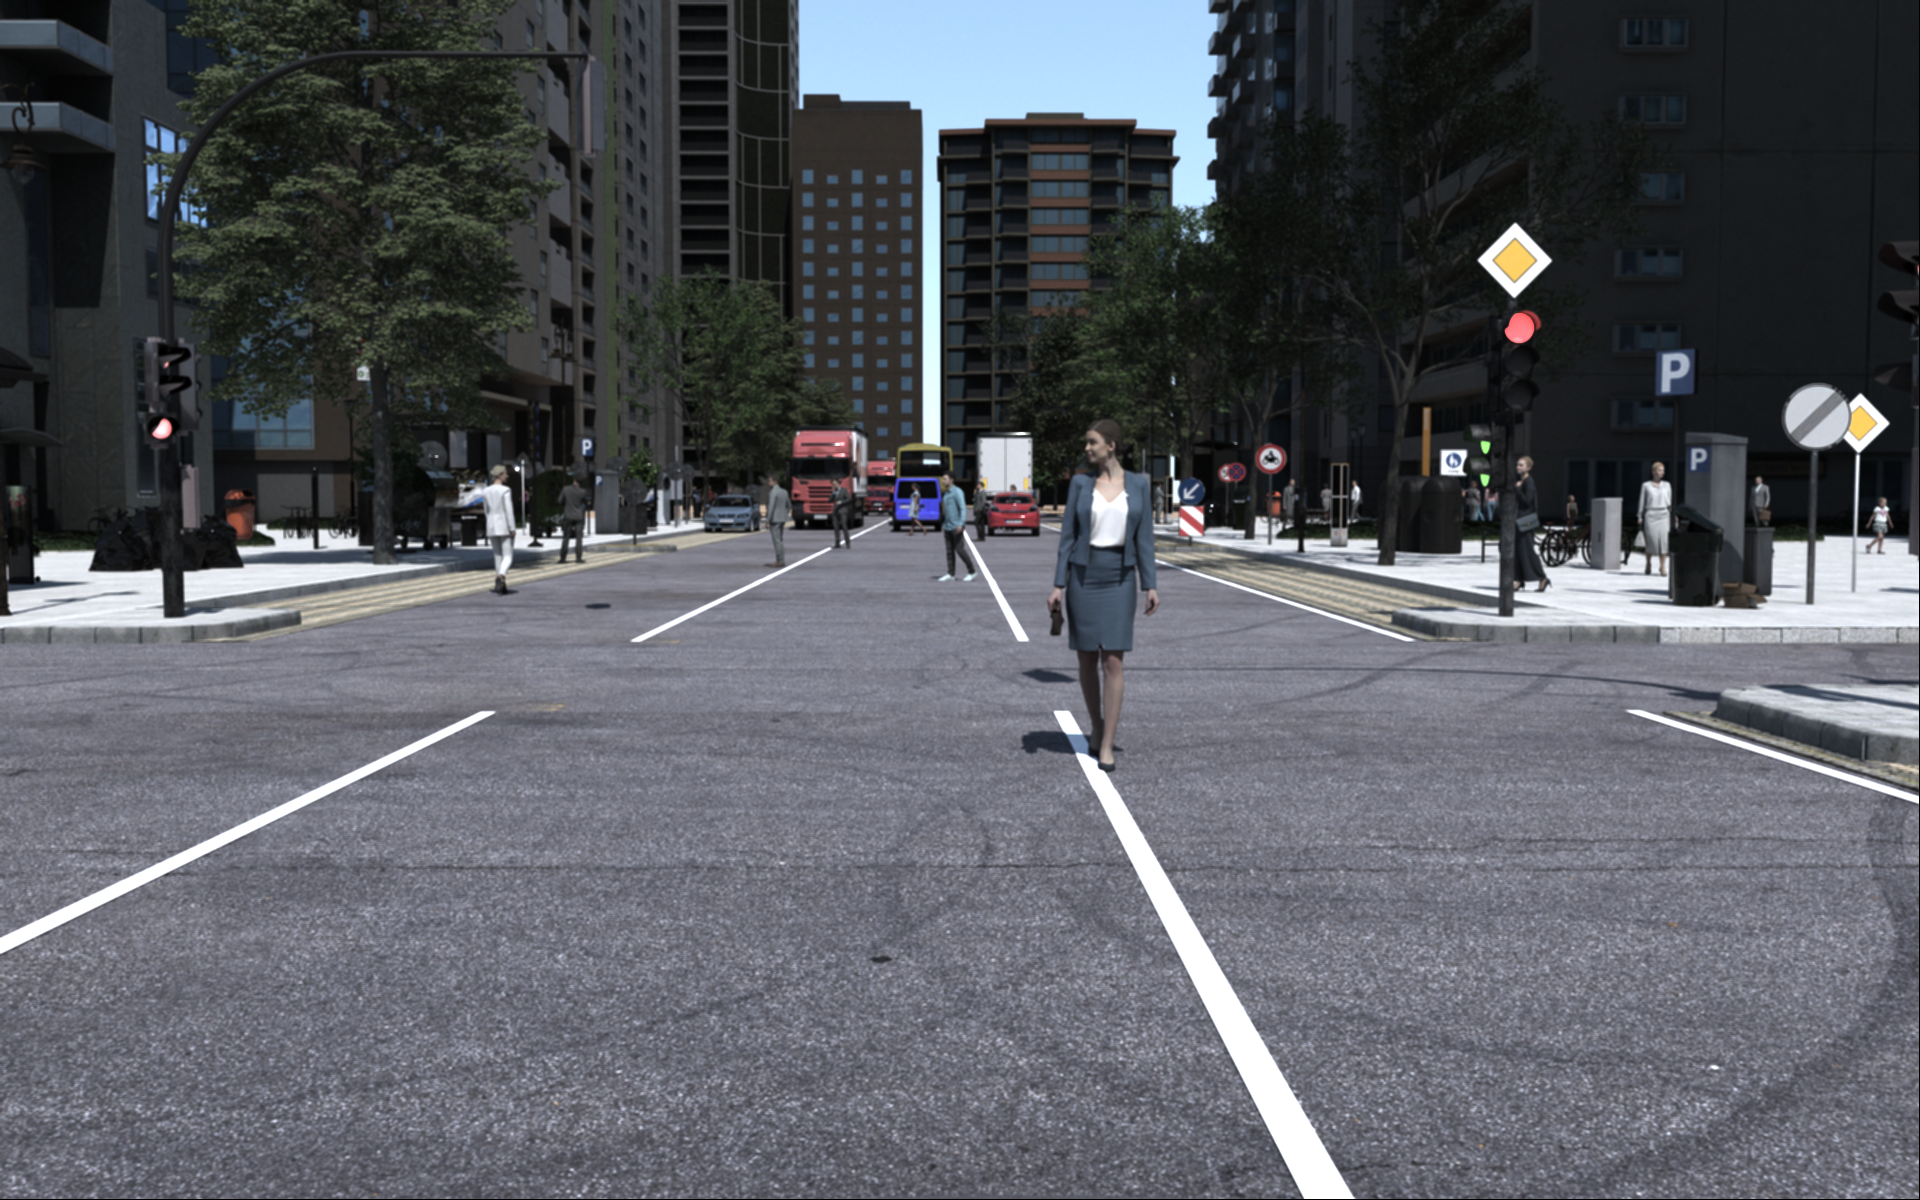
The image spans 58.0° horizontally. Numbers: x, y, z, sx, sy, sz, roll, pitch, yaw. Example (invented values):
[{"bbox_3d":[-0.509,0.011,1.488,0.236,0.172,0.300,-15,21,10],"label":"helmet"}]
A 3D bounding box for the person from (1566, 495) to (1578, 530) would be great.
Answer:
[{"bbox_3d":[20.011,-2.807,56.601,0.362,1.253,0.373,0,4,-7],"label":"person"}]

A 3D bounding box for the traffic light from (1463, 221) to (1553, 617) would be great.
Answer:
[{"bbox_3d":[5.705,-1.781,18.039,0.839,4.253,0.868,0,4,-1],"label":"traffic light"}]

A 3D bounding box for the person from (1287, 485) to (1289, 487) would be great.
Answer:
[{"bbox_3d":[16.783,-5.008,88.519,0.643,1.750,0.593,-1,4,-23],"label":"person"}]

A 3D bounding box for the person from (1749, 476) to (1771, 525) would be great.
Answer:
[{"bbox_3d":[23.534,-2.740,50.963,0.853,1.813,0.709,-3,5,-39],"label":"person"}]

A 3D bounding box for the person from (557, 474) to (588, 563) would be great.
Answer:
[{"bbox_3d":[-8.003,-1.679,35.752,0.655,1.846,0.447,-1,4,-10],"label":"person"}]

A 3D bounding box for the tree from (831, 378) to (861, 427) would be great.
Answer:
[{"bbox_3d":[-13.109,-15.327,168.718,7.486,12.596,7.792,0,3,0],"label":"tree"}]

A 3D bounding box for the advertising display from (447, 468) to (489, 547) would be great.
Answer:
[{"bbox_3d":[-12.006,-2.268,42.296,0.974,1.923,0.123,-2,4,-28],"label":"advertising display"}]

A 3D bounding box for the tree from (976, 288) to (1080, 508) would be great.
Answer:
[{"bbox_3d":[8.515,-18.432,157.246,12.611,20.169,13.585,0,3,0],"label":"tree"}]

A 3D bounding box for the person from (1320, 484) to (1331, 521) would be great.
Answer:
[{"bbox_3d":[17.374,-4.619,81.928,0.716,1.782,0.532,-1,4,-8],"label":"person"}]

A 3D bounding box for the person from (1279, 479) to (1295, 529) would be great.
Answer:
[{"bbox_3d":[11.371,-3.262,59.474,0.694,1.812,0.767,-1,4,-20],"label":"person"}]

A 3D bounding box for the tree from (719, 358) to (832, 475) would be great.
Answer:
[{"bbox_3d":[-11.911,-10.831,111.503,8.767,10.594,7.601,1,4,8],"label":"tree"}]

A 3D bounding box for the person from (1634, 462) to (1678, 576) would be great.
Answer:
[{"bbox_3d":[10.964,-1.272,27.186,0.694,1.780,0.624,2,4,25],"label":"person"}]

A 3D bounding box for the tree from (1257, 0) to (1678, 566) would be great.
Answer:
[{"bbox_3d":[7.796,-5.875,30.474,8.767,10.594,7.601,-2,4,-28],"label":"tree"}]

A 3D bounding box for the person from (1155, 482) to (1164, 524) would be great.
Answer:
[{"bbox_3d":[8.655,-4.192,74.759,0.466,1.800,0.511,-2,4,-28],"label":"person"}]

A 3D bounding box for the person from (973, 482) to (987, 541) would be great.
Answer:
[{"bbox_3d":[0.600,-2.692,52.701,0.473,1.802,0.592,1,4,13],"label":"person"}]

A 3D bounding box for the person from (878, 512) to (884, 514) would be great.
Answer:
[{"bbox_3d":[-5.615,-6.884,121.496,0.568,1.767,0.683,1,4,22],"label":"person"}]

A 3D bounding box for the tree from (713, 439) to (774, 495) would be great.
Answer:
[{"bbox_3d":[-12.142,-6.991,98.024,4.285,4.588,4.351,0,3,0],"label":"tree"}]

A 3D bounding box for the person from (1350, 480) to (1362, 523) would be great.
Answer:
[{"bbox_3d":[15.687,-3.828,68.737,0.850,1.850,0.679,0,4,-6],"label":"person"}]

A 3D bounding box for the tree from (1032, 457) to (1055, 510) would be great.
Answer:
[{"bbox_3d":[6.845,-9.754,143.185,4.285,4.588,4.351,0,3,0],"label":"tree"}]

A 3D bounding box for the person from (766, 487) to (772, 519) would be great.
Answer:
[{"bbox_3d":[-7.909,-3.981,73.557,0.622,1.834,0.822,-1,4,-22],"label":"person"}]

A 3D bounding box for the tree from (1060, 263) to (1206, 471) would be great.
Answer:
[{"bbox_3d":[8.563,-10.217,85.175,7.486,12.596,7.792,0,3,0],"label":"tree"}]

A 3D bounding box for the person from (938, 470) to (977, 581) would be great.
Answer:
[{"bbox_3d":[-0.036,-1.229,28.609,0.620,1.820,0.660,-2,4,-33],"label":"person"}]

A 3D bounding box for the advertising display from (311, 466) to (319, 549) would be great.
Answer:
[{"bbox_3d":[-15.118,-2.166,40.625,0.123,1.923,0.974,-1,4,-19],"label":"advertising display"}]

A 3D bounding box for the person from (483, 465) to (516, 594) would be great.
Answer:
[{"bbox_3d":[-6.540,-0.990,24.565,0.514,1.842,0.818,0,4,4],"label":"person"}]

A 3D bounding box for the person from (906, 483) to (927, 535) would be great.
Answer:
[{"bbox_3d":[-1.502,-3.141,59.950,0.778,1.811,0.616,1,4,17],"label":"person"}]

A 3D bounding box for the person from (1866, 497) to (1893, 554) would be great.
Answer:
[{"bbox_3d":[19.724,-1.594,37.122,0.505,1.210,0.382,-1,4,-15],"label":"person"}]

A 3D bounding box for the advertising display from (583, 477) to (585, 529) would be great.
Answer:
[{"bbox_3d":[-14.066,-3.623,64.452,0.123,1.923,0.974,-1,4,-18],"label":"advertising display"}]

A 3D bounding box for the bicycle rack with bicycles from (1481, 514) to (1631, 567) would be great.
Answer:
[{"bbox_3d":[11.095,-1.122,31.720,2.925,0.926,2.852,-1,4,-21],"label":"bicycle rack with bicycles"}]

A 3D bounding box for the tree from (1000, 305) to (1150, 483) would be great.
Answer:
[{"bbox_3d":[6.781,-11.533,105.567,9.611,12.733,9.660,0,3,0],"label":"tree"}]

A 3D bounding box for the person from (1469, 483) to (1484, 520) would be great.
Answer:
[{"bbox_3d":[20.982,-3.876,70.257,0.643,1.720,0.563,3,4,36],"label":"person"}]

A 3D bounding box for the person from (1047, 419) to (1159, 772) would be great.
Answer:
[{"bbox_3d":[0.781,-0.040,9.185,0.581,1.822,0.654,1,4,19],"label":"person"}]

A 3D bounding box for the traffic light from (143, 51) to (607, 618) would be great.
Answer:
[{"bbox_3d":[-6.064,-2.647,17.945,4.771,5.953,1.251,0,4,-1],"label":"traffic light"}]

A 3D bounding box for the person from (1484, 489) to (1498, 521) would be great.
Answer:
[{"bbox_3d":[20.577,-3.730,67.042,0.555,1.821,0.388,0,4,-8],"label":"person"}]

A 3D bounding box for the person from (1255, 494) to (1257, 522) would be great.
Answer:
[{"bbox_3d":[13.328,-4.452,79.384,0.362,1.759,0.519,-3,5,-41],"label":"person"}]

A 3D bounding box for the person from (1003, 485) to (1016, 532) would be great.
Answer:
[{"bbox_3d":[1.891,-3.514,66.232,0.573,1.790,0.520,0,4,-8],"label":"person"}]

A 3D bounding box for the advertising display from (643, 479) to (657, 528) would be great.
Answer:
[{"bbox_3d":[-11.836,-3.716,65.976,0.123,1.923,0.974,-3,5,-40],"label":"advertising display"}]

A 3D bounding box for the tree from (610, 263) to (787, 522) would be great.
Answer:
[{"bbox_3d":[-11.803,-9.393,79.327,9.928,11.665,9.643,0,3,0],"label":"tree"}]

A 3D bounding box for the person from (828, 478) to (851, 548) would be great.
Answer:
[{"bbox_3d":[-3.178,-2.285,45.665,0.655,1.846,0.447,2,4,27],"label":"person"}]

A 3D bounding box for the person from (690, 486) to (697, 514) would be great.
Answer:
[{"bbox_3d":[-16.883,-6.300,109.567,0.721,1.766,1.217,-2,4,-26],"label":"person"}]

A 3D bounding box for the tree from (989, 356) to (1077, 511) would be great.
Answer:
[{"bbox_3d":[7.439,-13.578,132.374,12.009,13.543,11.850,0,3,0],"label":"tree"}]

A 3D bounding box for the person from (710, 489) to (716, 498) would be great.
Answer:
[{"bbox_3d":[-21.560,-8.715,149.242,1.217,1.735,0.721,1,4,9],"label":"person"}]

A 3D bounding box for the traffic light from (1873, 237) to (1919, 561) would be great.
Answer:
[{"bbox_3d":[3.691,-2.154,9.893,4.771,5.953,1.251,0,4,-1],"label":"traffic light"}]

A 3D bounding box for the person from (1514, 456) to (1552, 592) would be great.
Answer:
[{"bbox_3d":[7.441,-0.995,22.734,0.534,1.772,0.576,-1,4,-16],"label":"person"}]

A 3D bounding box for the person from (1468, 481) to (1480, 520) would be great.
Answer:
[{"bbox_3d":[19.410,-3.605,65.263,0.573,1.790,0.520,-3,4,-37],"label":"person"}]

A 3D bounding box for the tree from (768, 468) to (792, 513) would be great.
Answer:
[{"bbox_3d":[-12.032,-7.540,117.873,1.663,3.219,1.824,0,3,0],"label":"tree"}]

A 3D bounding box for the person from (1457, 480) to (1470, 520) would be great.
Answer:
[{"bbox_3d":[17.526,-3.321,60.695,0.716,1.782,0.532,2,4,30],"label":"person"}]

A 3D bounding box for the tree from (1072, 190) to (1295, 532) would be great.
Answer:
[{"bbox_3d":[7.661,-8.127,58.635,9.928,11.665,9.643,0,3,0],"label":"tree"}]

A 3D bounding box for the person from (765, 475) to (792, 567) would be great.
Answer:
[{"bbox_3d":[-3.594,-1.561,34.117,0.391,1.810,0.635,1,4,18],"label":"person"}]
